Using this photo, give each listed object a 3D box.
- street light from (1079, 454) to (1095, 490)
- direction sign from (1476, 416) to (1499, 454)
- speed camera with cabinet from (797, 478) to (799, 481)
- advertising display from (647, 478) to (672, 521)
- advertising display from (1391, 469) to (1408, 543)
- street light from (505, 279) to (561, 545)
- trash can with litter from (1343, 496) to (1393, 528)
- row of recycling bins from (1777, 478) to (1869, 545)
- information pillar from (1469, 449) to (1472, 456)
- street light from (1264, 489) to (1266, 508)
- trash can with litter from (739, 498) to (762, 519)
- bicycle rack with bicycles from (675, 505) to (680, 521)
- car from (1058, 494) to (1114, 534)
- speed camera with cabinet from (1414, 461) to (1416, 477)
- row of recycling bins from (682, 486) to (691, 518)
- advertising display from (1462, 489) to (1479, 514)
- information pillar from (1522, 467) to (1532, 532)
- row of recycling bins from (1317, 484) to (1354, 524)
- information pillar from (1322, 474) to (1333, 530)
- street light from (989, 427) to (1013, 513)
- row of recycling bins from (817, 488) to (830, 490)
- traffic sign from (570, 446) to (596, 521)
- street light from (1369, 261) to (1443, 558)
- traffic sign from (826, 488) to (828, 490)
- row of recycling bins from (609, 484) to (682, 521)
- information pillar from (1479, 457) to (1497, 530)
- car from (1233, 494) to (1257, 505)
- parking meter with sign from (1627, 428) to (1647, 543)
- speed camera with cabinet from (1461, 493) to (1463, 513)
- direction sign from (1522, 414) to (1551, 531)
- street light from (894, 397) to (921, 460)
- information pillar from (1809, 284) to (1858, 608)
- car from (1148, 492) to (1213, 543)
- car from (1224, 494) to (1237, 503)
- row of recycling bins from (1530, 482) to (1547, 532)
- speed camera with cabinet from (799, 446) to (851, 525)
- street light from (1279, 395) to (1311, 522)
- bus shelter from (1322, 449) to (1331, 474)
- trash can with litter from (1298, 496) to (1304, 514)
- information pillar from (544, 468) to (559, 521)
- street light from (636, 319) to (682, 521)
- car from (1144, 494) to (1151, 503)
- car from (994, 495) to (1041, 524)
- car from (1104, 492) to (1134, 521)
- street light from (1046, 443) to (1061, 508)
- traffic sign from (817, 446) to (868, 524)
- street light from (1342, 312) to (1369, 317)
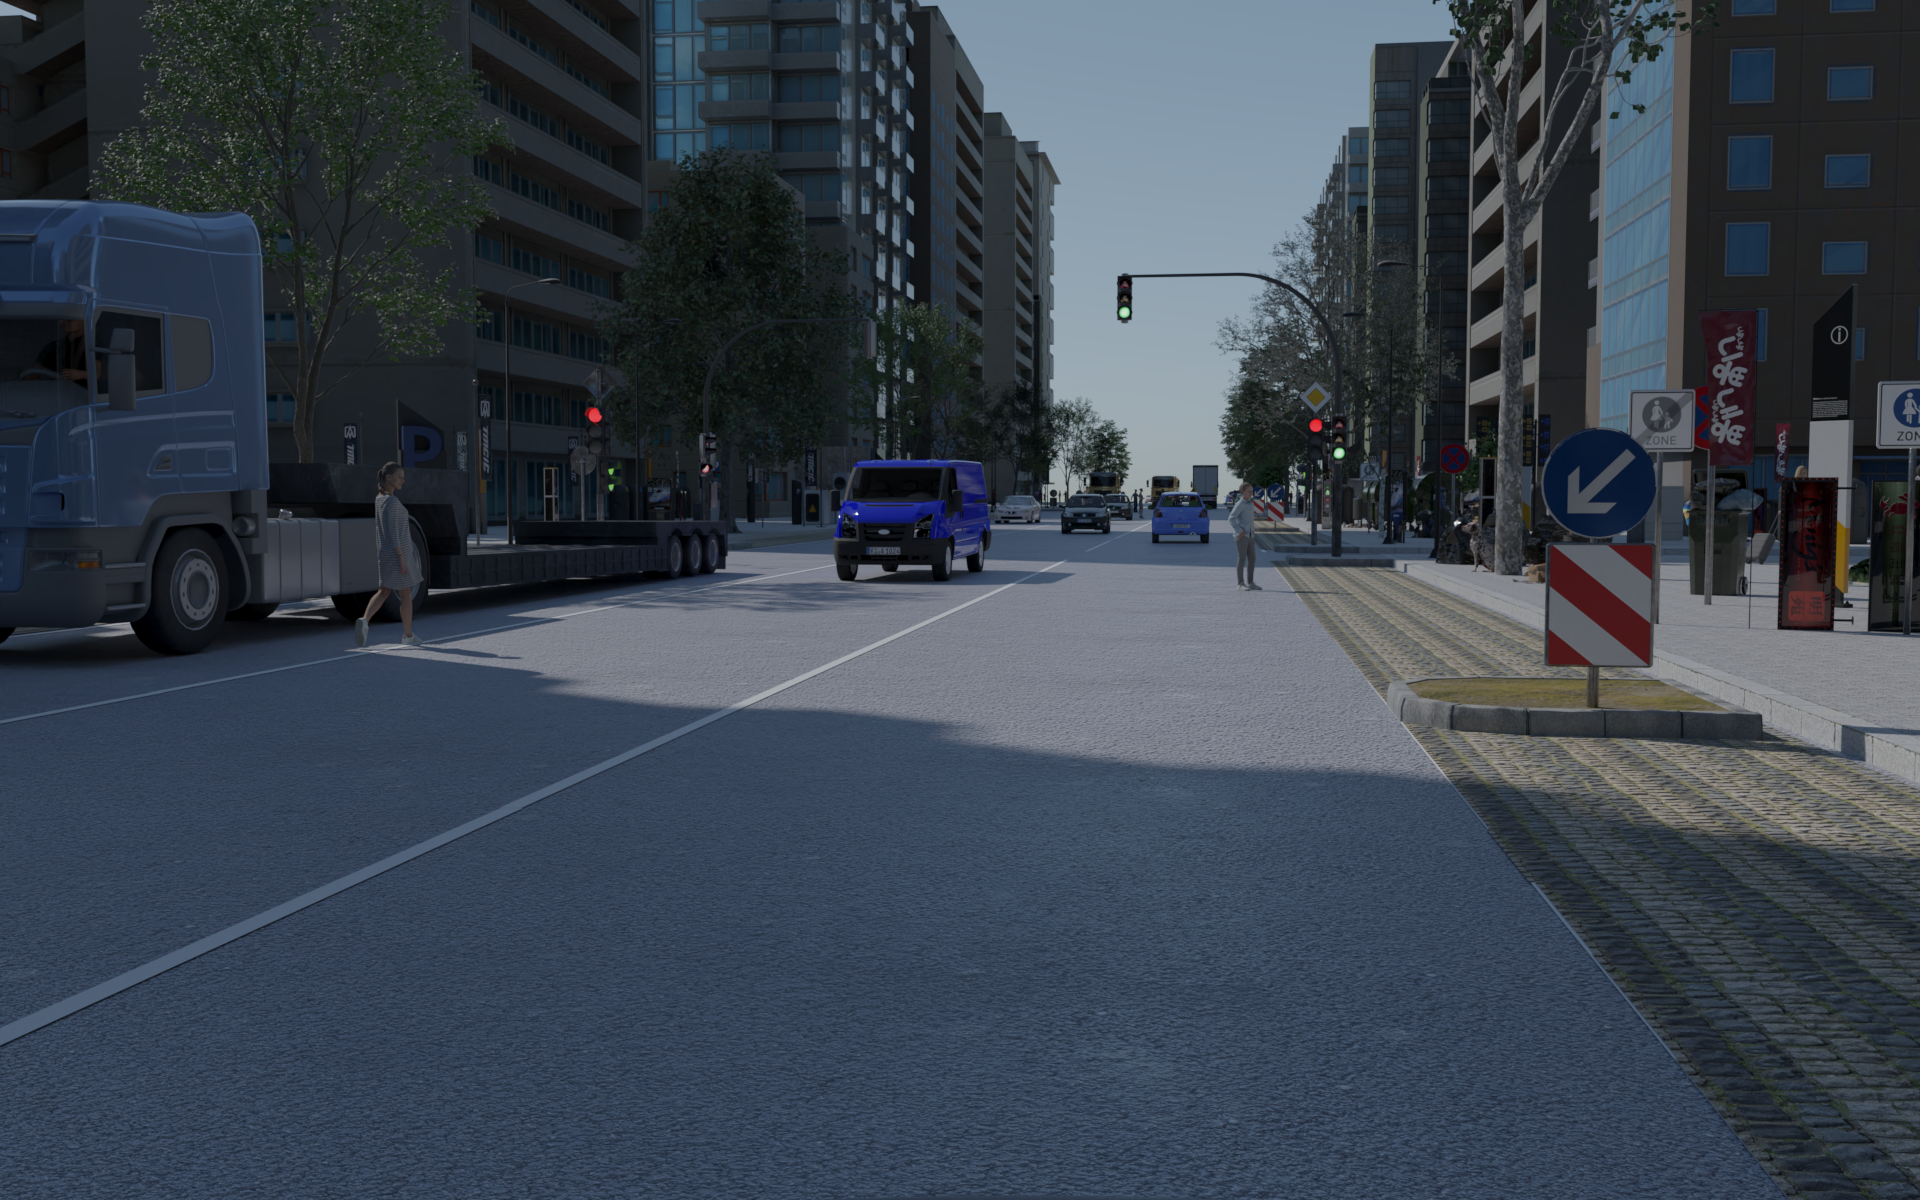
[{"bbox_3d":[15.153,-14.158,204.023,1.470,5.913,1.316,1,4,8],"label":"street light"},{"bbox_3d":[15.520,-3.586,50.624,0.876,3.537,0.379,1,4,10],"label":"direction sign"},{"bbox_3d":[-6.051,-4.926,74.871,2.038,3.252,0.660,2,4,26],"label":"speed camera with cabinet"},{"bbox_3d":[-11.991,-3.910,69.140,0.974,1.923,0.123,0,4,6],"label":"advertising display"},{"bbox_3d":[11.524,-2.469,45.577,0.123,1.923,0.974,0,4,-8],"label":"advertising display"},{"bbox_3d":[-9.281,-3.977,37.565,1.470,5.913,1.316,1,4,8],"label":"street light"},{"bbox_3d":[16.475,-3.542,68.966,2.233,1.210,1.678,-1,4,-20],"label":"trash can with litter"},{"bbox_3d":[22.764,-2.360,45.694,1.069,1.692,3.534,0,4,-1],"label":"row of recycling bins"},{"bbox_3d":[26.158,-5.968,88.935,0.183,3.616,0.504,3,4,37],"label":"information pillar"},{"bbox_3d":[21.575,-9.000,119.683,1.470,5.913,1.316,1,4,8],"label":"street light"},{"bbox_3d":[-10.886,-4.919,91.488,1.678,1.210,2.233,1,4,15],"label":"trash can with litter"},{"bbox_3d":[-12.827,-4.194,81.957,2.852,0.926,2.925,0,4,-2],"label":"bicycle rack with bicycles"},{"bbox_3d":[4.643,-3.288,63.553,2.009,1.686,4.222,0,4,6],"label":"car"},{"bbox_3d":[26.808,-6.693,103.762,2.038,3.252,0.660,-2,4,-25],"label":"speed camera with cabinet"},{"bbox_3d":[-16.010,-5.173,91.697,3.534,1.692,1.069,0,4,-1],"label":"row of recycling bins"},{"bbox_3d":[23.797,-4.593,80.314,0.974,1.923,0.123,2,4,24],"label":"advertising display"},{"bbox_3d":[16.645,-3.658,51.169,0.504,3.616,0.183,2,4,29],"label":"information pillar"},{"bbox_3d":[16.239,-4.157,75.082,1.069,1.692,3.534,2,4,32],"label":"row of recycling bins"},{"bbox_3d":[13.267,-3.554,62.593,0.304,2.012,0.304,2,4,28],"label":"information pillar"},{"bbox_3d":[3.009,-9.124,121.713,1.470,5.913,1.316,1,4,8],"label":"street light"},{"bbox_3d":[-6.552,-4.953,88.092,3.534,1.692,1.069,1,4,14],"label":"row of recycling bins"},{"bbox_3d":[-10.018,-2.808,46.012,0.768,2.556,0.104,1,4,17],"label":"traffic sign"},{"bbox_3d":[9.012,-3.794,34.574,1.470,5.913,1.316,1,4,8],"label":"street light"},{"bbox_3d":[-6.213,-4.938,80.845,0.768,2.556,0.104,1,4,15],"label":"traffic sign"},{"bbox_3d":[-13.711,-4.122,74.513,1.069,1.692,3.534,3,4,36],"label":"row of recycling bins"},{"bbox_3d":[10.555,-1.846,34.671,0.304,2.012,0.304,1,4,12],"label":"information pillar"},{"bbox_3d":[21.348,-7.366,129.225,1.959,1.807,4.718,1,4,9],"label":"car"},{"bbox_3d":[17.348,-2.945,44.404,0.543,3.016,1.738,1,4,22],"label":"parking meter with sign"},{"bbox_3d":[23.418,-5.455,83.523,2.038,3.252,0.660,1,4,10],"label":"speed camera with cabinet"},{"bbox_3d":[16.326,-3.498,49.192,0.876,3.537,0.379,-1,4,-9],"label":"direction sign"},{"bbox_3d":[-2.558,-6.735,82.662,1.470,5.913,1.316,1,4,8],"label":"street light"},{"bbox_3d":[9.877,-1.728,19.613,0.183,3.616,0.504,-2,4,-30],"label":"information pillar"},{"bbox_3d":[6.564,-2.572,51.637,1.945,1.707,3.694,0,4,6],"label":"car"},{"bbox_3d":[40.703,-15.333,260.284,1.945,1.707,3.694,0,4,7],"label":"car"},{"bbox_3d":[20.862,-3.241,60.106,3.534,1.692,1.069,-2,4,-32],"label":"row of recycling bins"},{"bbox_3d":[-5.510,-4.755,72.077,2.038,3.252,0.660,1,4,20],"label":"speed camera with cabinet"},{"bbox_3d":[15.780,-6.624,80.838,1.470,5.913,1.316,1,4,8],"label":"street light"},{"bbox_3d":[20.061,-6.197,92.606,1.731,3.624,6.357,1,4,8],"label":"bus shelter"},{"bbox_3d":[22.324,-6.223,113.128,0.624,1.170,1.055,0,4,2],"label":"trash can with litter"},{"bbox_3d":[-11.364,-2.671,48.165,0.304,2.012,0.304,1,4,12],"label":"information pillar"},{"bbox_3d":[-8.062,-4.501,46.130,1.470,5.913,1.316,1,4,8],"label":"street light"},{"bbox_3d":[30.109,-15.928,272.790,2.083,1.381,4.827,1,4,10],"label":"car"},{"bbox_3d":[2.870,-4.466,85.374,2.083,1.381,4.827,1,4,10],"label":"car"},{"bbox_3d":[8.538,-5.204,94.866,2.009,1.686,4.222,1,4,8],"label":"car"},{"bbox_3d":[8.558,-11.380,158.610,1.470,5.913,1.316,1,4,8],"label":"street light"},{"bbox_3d":[-5.003,-4.883,73.708,2.265,3.308,0.079,1,4,16],"label":"traffic sign"},{"bbox_3d":[10.447,-4.388,44.281,1.470,5.913,1.316,1,4,8],"label":"street light"}]
